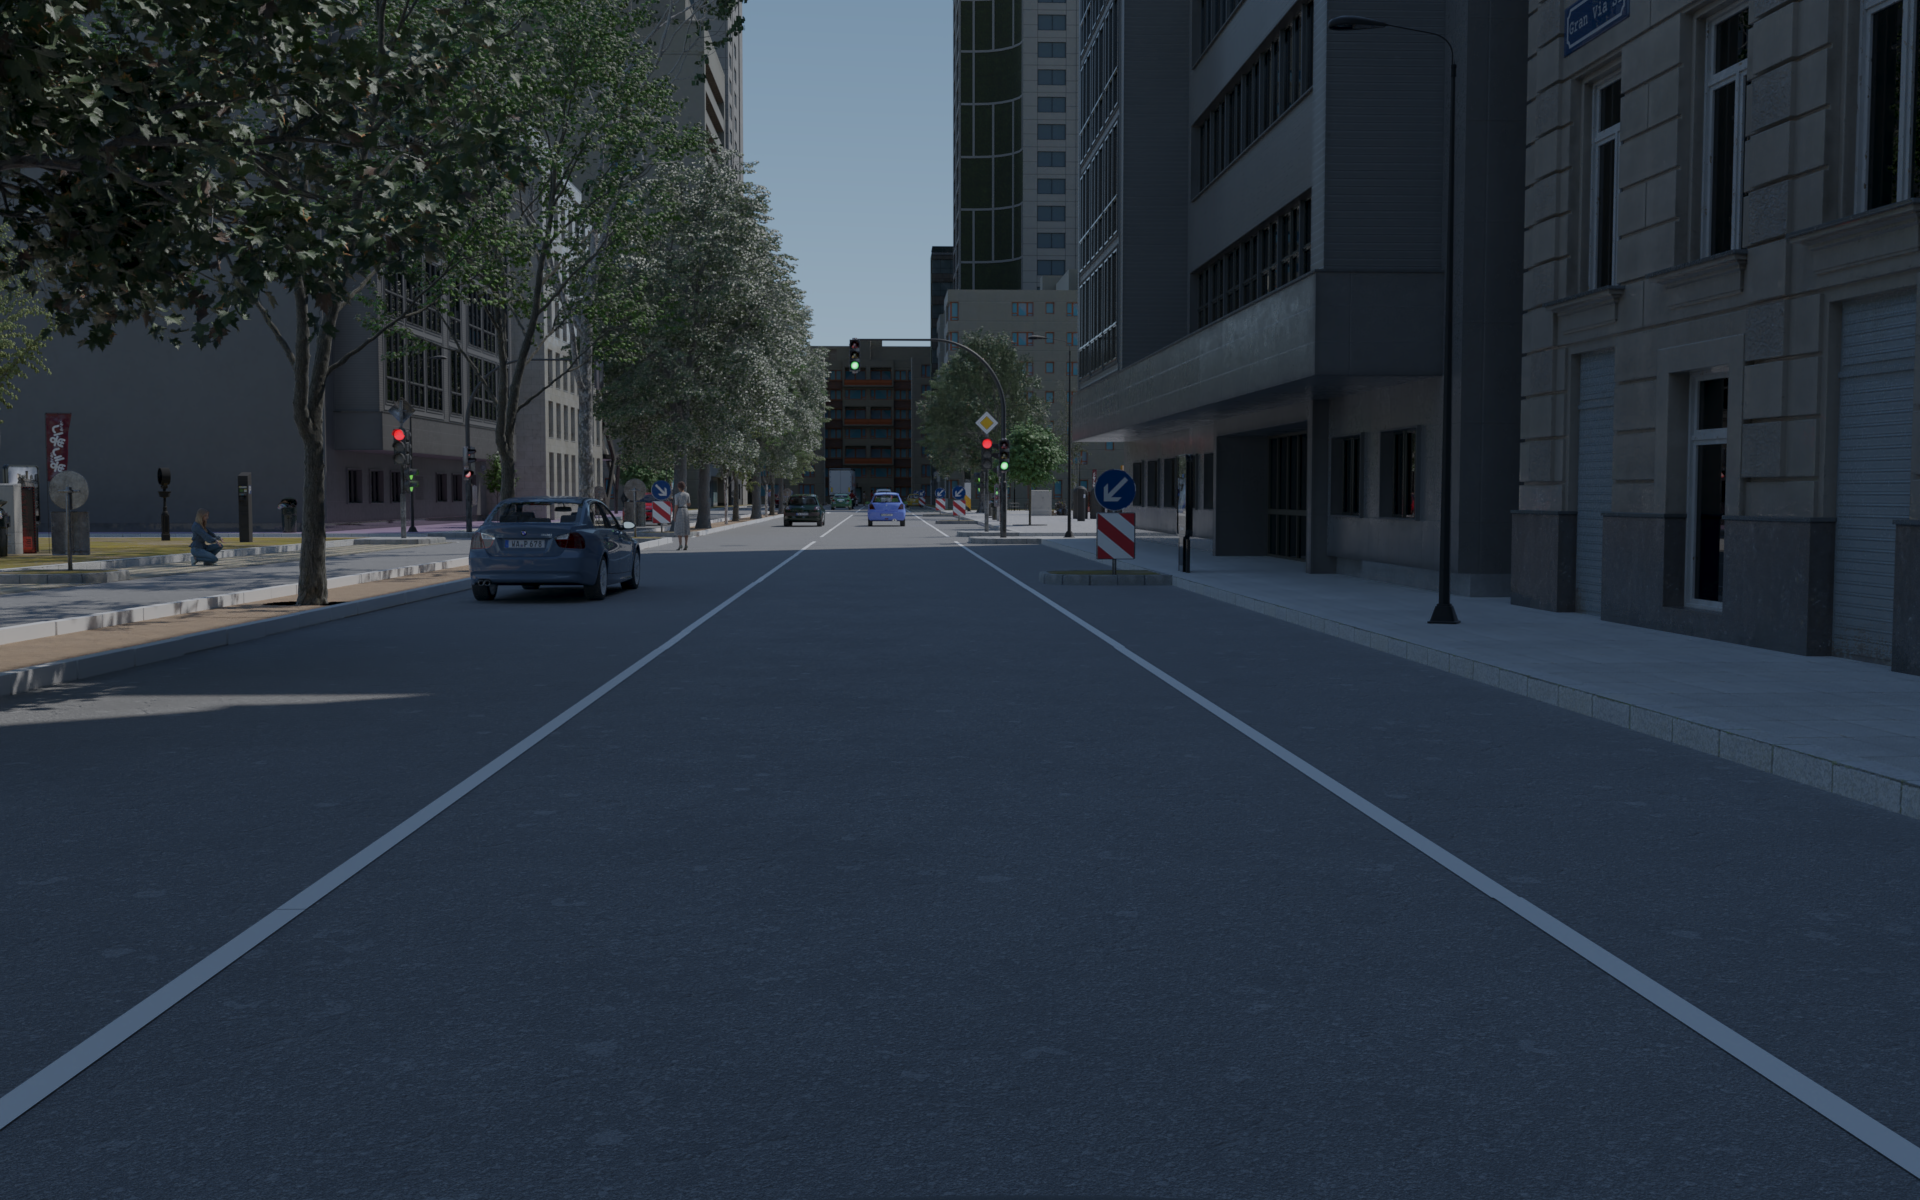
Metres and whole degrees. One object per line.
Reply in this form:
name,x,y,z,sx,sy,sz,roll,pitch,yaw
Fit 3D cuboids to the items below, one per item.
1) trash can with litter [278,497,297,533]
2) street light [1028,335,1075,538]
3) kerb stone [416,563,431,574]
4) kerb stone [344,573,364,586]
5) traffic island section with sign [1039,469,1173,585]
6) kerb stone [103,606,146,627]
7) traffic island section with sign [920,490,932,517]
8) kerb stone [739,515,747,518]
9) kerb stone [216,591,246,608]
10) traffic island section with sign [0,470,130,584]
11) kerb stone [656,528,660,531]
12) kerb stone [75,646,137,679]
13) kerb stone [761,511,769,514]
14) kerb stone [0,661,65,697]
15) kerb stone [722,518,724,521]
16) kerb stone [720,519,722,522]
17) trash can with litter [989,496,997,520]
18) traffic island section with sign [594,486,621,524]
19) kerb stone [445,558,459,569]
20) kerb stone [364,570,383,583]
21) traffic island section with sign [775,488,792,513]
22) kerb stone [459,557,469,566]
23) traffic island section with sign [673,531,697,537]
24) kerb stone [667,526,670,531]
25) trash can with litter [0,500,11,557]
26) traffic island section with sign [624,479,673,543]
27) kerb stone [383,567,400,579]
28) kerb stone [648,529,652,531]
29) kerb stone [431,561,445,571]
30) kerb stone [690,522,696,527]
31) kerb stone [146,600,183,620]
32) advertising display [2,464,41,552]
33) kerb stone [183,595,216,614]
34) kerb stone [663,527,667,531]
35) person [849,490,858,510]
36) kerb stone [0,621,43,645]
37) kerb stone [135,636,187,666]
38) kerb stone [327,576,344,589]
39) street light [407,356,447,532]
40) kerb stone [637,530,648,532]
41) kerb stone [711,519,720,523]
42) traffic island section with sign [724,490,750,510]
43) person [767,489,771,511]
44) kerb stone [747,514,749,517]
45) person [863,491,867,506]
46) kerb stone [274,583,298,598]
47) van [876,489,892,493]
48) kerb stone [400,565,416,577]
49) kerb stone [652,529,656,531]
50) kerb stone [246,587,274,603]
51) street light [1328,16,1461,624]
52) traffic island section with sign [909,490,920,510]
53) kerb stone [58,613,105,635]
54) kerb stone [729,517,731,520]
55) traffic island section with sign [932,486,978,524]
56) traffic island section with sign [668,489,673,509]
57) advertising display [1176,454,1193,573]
trash can with litter,-22.305,-2.817,57.440,0.624,1.170,1.055,-1,4,-23
street light,2.682,-4.792,50.897,1.470,5.913,1.316,0,4,-3
kerb stone,-9.788,-0.554,31.261,0.120,0.150,1.000,0,4,-3
kerb stone,-9.603,-0.300,27.165,0.120,0.150,1.000,0,4,-3
traffic island section with sign,2.312,-1.192,28.120,1.989,1.847,2.006,0,4,-3
kerb stone,-9.234,0.196,18.993,0.120,0.150,1.000,0,4,-3
traffic island section with sign,-1.385,-6.227,110.441,1.989,1.847,2.006,0,4,-3
kerb stone,-13.093,-5.037,104.545,0.120,0.150,1.000,0,4,-3
kerb stone,-9.371,0.009,22.055,0.120,0.150,1.000,0,4,-3
traffic island section with sign,-14.831,-1.208,28.377,1.989,1.847,2.006,0,4,-3
kerb stone,-11.239,-2.530,63.553,0.120,0.150,1.000,0,4,-3
kerb stone,-6.898,0.508,13.884,0.120,0.150,1.000,0,4,-3
kerb stone,-13.962,-6.228,124.025,0.120,0.150,1.000,0,4,-3
kerb stone,-6.855,0.571,12.863,0.120,0.150,1.000,0,4,-3
kerb stone,-12.386,-4.097,89.184,0.120,0.150,1.000,0,4,-3
kerb stone,-12.344,-4.034,88.159,0.120,0.150,1.000,0,4,-3
trash can with litter,1.859,-4.518,85.260,0.624,1.170,1.055,2,4,28
traffic island section with sign,-17.273,-4.534,82.755,1.989,1.847,2.006,0,4,-3
kerb stone,-9.871,-0.680,33.307,0.120,0.150,1.000,0,4,-3
kerb stone,-9.644,-0.367,28.194,0.120,0.150,1.000,0,4,-3
traffic island section with sign,-13.322,-7.648,133.174,2.006,1.907,1.989,0,4,-3
kerb stone,-9.922,-0.742,34.327,0.120,0.150,1.000,0,4,-3
traffic island section with sign,-9.931,-3.057,58.112,2.006,1.907,1.989,0,4,-3
kerb stone,-11.381,-2.717,66.637,0.120,0.150,1.000,0,4,-3
trash can with litter,-19.750,-1.440,34.933,1.055,1.170,0.624,0,4,-4
traffic island section with sign,-9.608,-2.604,50.711,2.006,1.907,1.989,0,4,-3
kerb stone,-9.689,-0.429,29.215,0.120,0.150,1.000,0,4,-3
kerb stone,-11.149,-2.404,61.501,0.120,0.150,1.000,0,4,-3
kerb stone,-9.830,-0.616,32.285,0.120,0.150,1.000,0,4,-3
kerb stone,-11.839,-3.345,76.885,0.120,0.150,1.000,0,4,-3
kerb stone,-9.278,0.134,20.014,0.120,0.150,1.000,0,4,-3
advertising display,-20.586,-2.006,38.017,0.123,1.923,0.974,1,4,11
kerb stone,-9.320,0.071,21.035,0.120,0.150,1.000,0,4,-3
kerb stone,-11.329,-2.656,65.616,0.120,0.150,1.000,0,4,-3
person,-9.898,-9.231,159.362,0.705,1.831,1.348,-3,5,-40
kerb stone,-9.152,0.321,16.943,0.120,0.150,1.000,0,4,-3
kerb stone,-6.940,0.450,14.906,0.120,0.150,1.000,0,4,-3
kerb stone,-9.548,-0.236,26.140,0.120,0.150,1.000,0,4,-3
street light,-17.931,-5.244,58.288,1.470,5.913,1.316,0,4,-3
kerb stone,-11.095,-2.341,60.471,0.120,0.150,1.000,0,4,-3
kerb stone,-12.301,-3.966,87.136,0.120,0.150,1.000,0,4,-3
traffic island section with sign,-20.764,-9.267,160.145,1.989,1.847,2.006,0,4,-3
person,-15.832,-8.261,143.436,0.599,1.838,0.709,-3,5,-44
kerb stone,-13.129,-5.099,105.567,0.120,0.150,1.000,0,4,-3
person,-11.337,-12.076,205.951,0.705,1.824,1.348,-1,4,-21
kerb stone,-9.467,-0.116,24.097,0.120,0.150,1.000,0,4,-3
van,-6.590,-8.714,149.488,2.013,2.044,4.112,0,4,-3
kerb stone,-9.737,-0.492,30.240,0.120,0.150,1.000,0,4,-3
kerb stone,-11.185,-2.460,62.526,0.120,0.150,1.000,0,4,-3
kerb stone,-9.415,-0.054,23.076,0.120,0.150,1.000,0,4,-3
street light,4.273,-2.721,17.026,1.470,5.913,1.316,0,4,-3
traffic island section with sign,-3.653,-9.294,160.590,1.989,1.847,2.006,0,4,-3
kerb stone,-9.186,0.263,17.964,0.120,0.150,1.000,0,4,-3
kerb stone,-12.580,-4.345,93.283,0.120,0.150,1.000,0,4,-3
traffic island section with sign,-0.185,-4.580,83.512,1.989,1.847,2.006,0,4,-3
traffic island section with sign,-18.505,-6.202,110.034,1.989,1.847,2.006,0,4,-3
advertising display,3.698,-1.425,28.516,0.123,1.923,0.974,0,4,-2
